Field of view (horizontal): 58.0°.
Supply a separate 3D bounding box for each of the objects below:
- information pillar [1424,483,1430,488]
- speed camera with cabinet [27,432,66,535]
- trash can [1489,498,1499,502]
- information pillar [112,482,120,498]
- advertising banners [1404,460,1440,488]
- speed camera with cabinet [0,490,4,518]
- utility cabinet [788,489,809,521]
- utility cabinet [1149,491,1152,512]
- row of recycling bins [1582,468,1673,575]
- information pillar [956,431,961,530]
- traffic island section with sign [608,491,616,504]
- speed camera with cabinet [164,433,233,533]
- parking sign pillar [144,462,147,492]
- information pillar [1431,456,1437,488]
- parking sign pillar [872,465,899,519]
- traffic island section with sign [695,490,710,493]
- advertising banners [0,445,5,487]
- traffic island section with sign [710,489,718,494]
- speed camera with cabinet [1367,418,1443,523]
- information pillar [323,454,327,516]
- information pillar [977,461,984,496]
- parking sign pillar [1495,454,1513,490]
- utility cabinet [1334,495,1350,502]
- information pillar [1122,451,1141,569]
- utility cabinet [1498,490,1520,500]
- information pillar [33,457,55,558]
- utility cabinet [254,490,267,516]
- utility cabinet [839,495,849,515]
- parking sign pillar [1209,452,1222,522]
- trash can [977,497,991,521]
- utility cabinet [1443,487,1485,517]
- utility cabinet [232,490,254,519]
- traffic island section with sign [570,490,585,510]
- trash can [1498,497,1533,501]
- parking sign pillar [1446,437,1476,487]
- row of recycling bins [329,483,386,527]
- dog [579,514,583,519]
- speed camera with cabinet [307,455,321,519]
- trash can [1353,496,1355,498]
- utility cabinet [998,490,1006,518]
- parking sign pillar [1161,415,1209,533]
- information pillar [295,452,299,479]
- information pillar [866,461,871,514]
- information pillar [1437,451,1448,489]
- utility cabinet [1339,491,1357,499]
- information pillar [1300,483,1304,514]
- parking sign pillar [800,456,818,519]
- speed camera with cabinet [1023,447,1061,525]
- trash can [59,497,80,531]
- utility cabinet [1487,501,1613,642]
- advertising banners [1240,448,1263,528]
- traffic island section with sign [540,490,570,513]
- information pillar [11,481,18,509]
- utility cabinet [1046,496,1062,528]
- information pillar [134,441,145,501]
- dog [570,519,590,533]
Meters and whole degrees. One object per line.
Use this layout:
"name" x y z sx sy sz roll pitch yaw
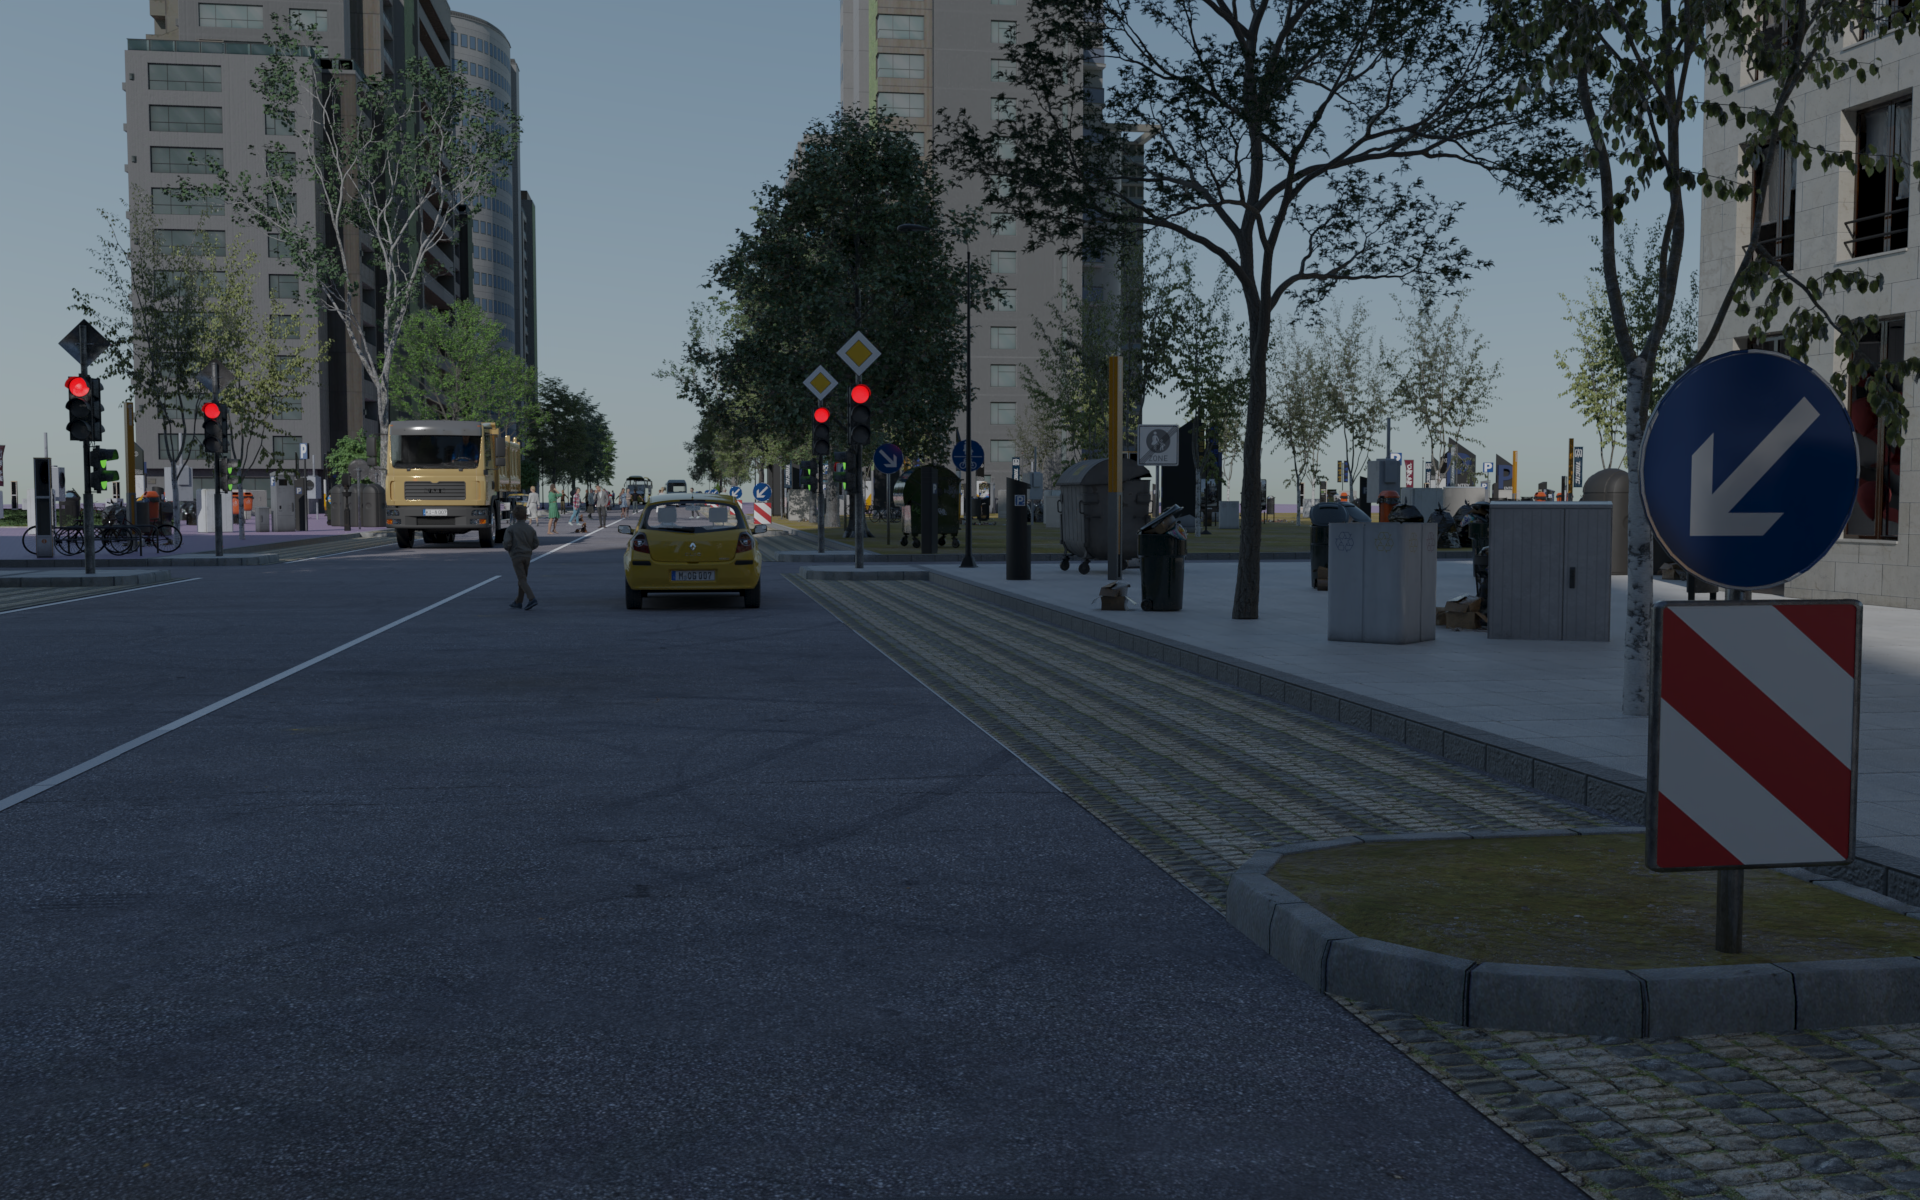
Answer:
"information pillar" 31.406 -6.858 116.617 0.304 2.012 0.304 0 4 -5
"speed camera with cabinet" -29.037 -3.713 55.050 0.660 3.252 2.038 -1 4 -11
"trash can" 21.367 -3.497 68.833 0.748 1.137 0.748 0 3 0
"information pillar" -50.697 -6.092 104.101 0.304 2.012 0.304 1 4 13
"advertising banners" 23.531 -5.615 87.999 2.074 3.025 0.090 0 4 -7
"speed camera with cabinet" -44.307 -5.135 78.295 0.660 3.252 2.038 1 4 15
"utility cabinet" -7.613 -4.535 82.830 1.173 1.500 0.318 -1 4 -14
"utility cabinet" 12.295 -6.446 114.069 1.173 1.500 0.318 -3 4 -38
"row of recycling bins" 11.763 -1.255 27.634 3.534 1.692 1.069 0 3 0
"information pillar" -0.058 -4.321 62.007 0.183 3.616 0.504 -1 4 -13
"traffic island section with sign" -49.201 -14.309 242.577 1.989 1.847 2.006 -1 4 -9
"speed camera with cabinet" -24.970 -3.821 56.809 0.660 3.252 2.038 3 4 37
"parking sign pillar" -49.341 -7.090 104.400 1.447 3.967 1.447 -2 4 -31
"information pillar" 28.295 -6.847 103.307 0.504 3.616 0.183 3 5 42
"parking sign pillar" -3.802 -6.163 89.242 1.447 3.967 1.447 -1 4 -12
"traffic island section with sign" -23.858 -9.447 163.086 1.989 1.847 2.006 -1 4 -9
"advertising banners" -34.246 -3.941 60.628 0.090 3.025 2.074 1 4 20
"traffic island section with sign" -11.379 -4.787 86.902 1.989 1.847 2.006 -1 4 -9
"speed camera with cabinet" 11.655 -3.118 45.316 2.038 3.252 0.660 -1 4 -22
"information pillar" -36.725 -6.657 100.193 0.183 3.616 0.504 -1 4 -14
"information pillar" 1.313 -7.195 108.985 0.504 3.616 0.183 0 4 7
"parking sign pillar" 36.465 -7.779 115.660 1.447 3.967 1.447 0 4 -1
"utility cabinet" 21.748 -5.329 98.294 1.020 1.237 0.306 -1 4 -14
"information pillar" 2.911 -1.551 29.851 0.304 2.012 0.304 -3 4 -36
"utility cabinet" 30.521 -5.364 96.383 1.173 1.500 0.318 0 4 1
"information pillar" -18.409 -1.854 34.805 0.304 2.012 0.304 -1 4 -22
"utility cabinet" -40.333 -5.546 99.357 0.318 1.500 1.173 2 4 28
"utility cabinet" -7.054 -5.814 106.215 1.020 1.237 0.306 -3 5 -42
"parking sign pillar" 11.596 -5.598 80.006 1.447 3.967 1.447 -1 4 -22
"trash can" 1.104 -4.344 82.673 0.748 1.137 0.748 0 3 0
"utility cabinet" 15.074 -2.640 51.836 1.173 1.500 0.318 0 4 2
"utility cabinet" -36.449 -4.838 87.784 1.173 1.500 0.318 2 4 30
"traffic island section with sign" -35.776 -9.293 160.561 1.989 1.847 2.006 -1 4 -9
"trash can" 17.516 -2.610 54.326 0.748 1.137 0.748 0 3 0
"parking sign pillar" 23.502 -5.678 81.302 1.447 3.967 1.447 3 4 37
"row of recycling bins" -23.622 -3.717 67.889 1.069 1.692 3.534 -3 5 -45
"dog" -19.796 -4.257 89.791 0.748 0.427 0.550 -1 4 -10
"speed camera with cabinet" -33.417 -5.708 87.662 2.038 3.252 0.660 1 4 10
"trash can" 23.548 -5.709 104.994 0.748 1.137 0.748 0 3 0
"utility cabinet" 2.588 -5.058 91.374 1.173 1.500 0.318 2 4 29
"parking sign pillar" 7.358 -4.231 57.652 1.447 3.967 1.447 0 4 0
"information pillar" -36.891 -6.428 96.459 0.183 3.616 0.504 0 4 -8
"information pillar" -5.805 -7.246 109.823 0.183 3.616 0.504 -3 5 -40
"information pillar" 25.768 -6.162 92.104 0.504 3.616 0.183 1 4 23
"utility cabinet" 24.688 -6.211 110.228 0.318 1.500 1.173 -3 5 -41
"information pillar" 22.107 -6.576 112.008 0.304 2.012 0.304 0 4 8
"parking sign pillar" -7.621 -5.948 85.724 1.447 3.967 1.447 -1 4 -12
"speed camera with cabinet" 3.624 -4.800 72.821 2.038 3.252 0.660 -2 4 -32
"trash can" -31.362 -3.015 60.953 0.748 1.137 0.748 0 3 0
"utility cabinet" 5.198 -0.252 15.278 1.020 1.237 0.306 1 4 19
"advertising banners" 10.918 -4.194 64.764 0.090 3.025 2.074 2 4 32
"traffic island section with sign" -31.412 -7.660 133.865 1.989 1.847 2.006 -1 4 -9
"information pillar" -53.464 -5.716 97.943 0.304 2.012 0.304 -1 4 -20
"utility cabinet" 3.752 -3.375 66.344 0.306 1.237 1.020 -3 5 -44
"information pillar" -36.407 -5.227 76.816 0.504 3.616 0.183 1 4 13
"dog" -14.055 -2.680 64.016 0.748 0.427 0.550 -1 4 -13
